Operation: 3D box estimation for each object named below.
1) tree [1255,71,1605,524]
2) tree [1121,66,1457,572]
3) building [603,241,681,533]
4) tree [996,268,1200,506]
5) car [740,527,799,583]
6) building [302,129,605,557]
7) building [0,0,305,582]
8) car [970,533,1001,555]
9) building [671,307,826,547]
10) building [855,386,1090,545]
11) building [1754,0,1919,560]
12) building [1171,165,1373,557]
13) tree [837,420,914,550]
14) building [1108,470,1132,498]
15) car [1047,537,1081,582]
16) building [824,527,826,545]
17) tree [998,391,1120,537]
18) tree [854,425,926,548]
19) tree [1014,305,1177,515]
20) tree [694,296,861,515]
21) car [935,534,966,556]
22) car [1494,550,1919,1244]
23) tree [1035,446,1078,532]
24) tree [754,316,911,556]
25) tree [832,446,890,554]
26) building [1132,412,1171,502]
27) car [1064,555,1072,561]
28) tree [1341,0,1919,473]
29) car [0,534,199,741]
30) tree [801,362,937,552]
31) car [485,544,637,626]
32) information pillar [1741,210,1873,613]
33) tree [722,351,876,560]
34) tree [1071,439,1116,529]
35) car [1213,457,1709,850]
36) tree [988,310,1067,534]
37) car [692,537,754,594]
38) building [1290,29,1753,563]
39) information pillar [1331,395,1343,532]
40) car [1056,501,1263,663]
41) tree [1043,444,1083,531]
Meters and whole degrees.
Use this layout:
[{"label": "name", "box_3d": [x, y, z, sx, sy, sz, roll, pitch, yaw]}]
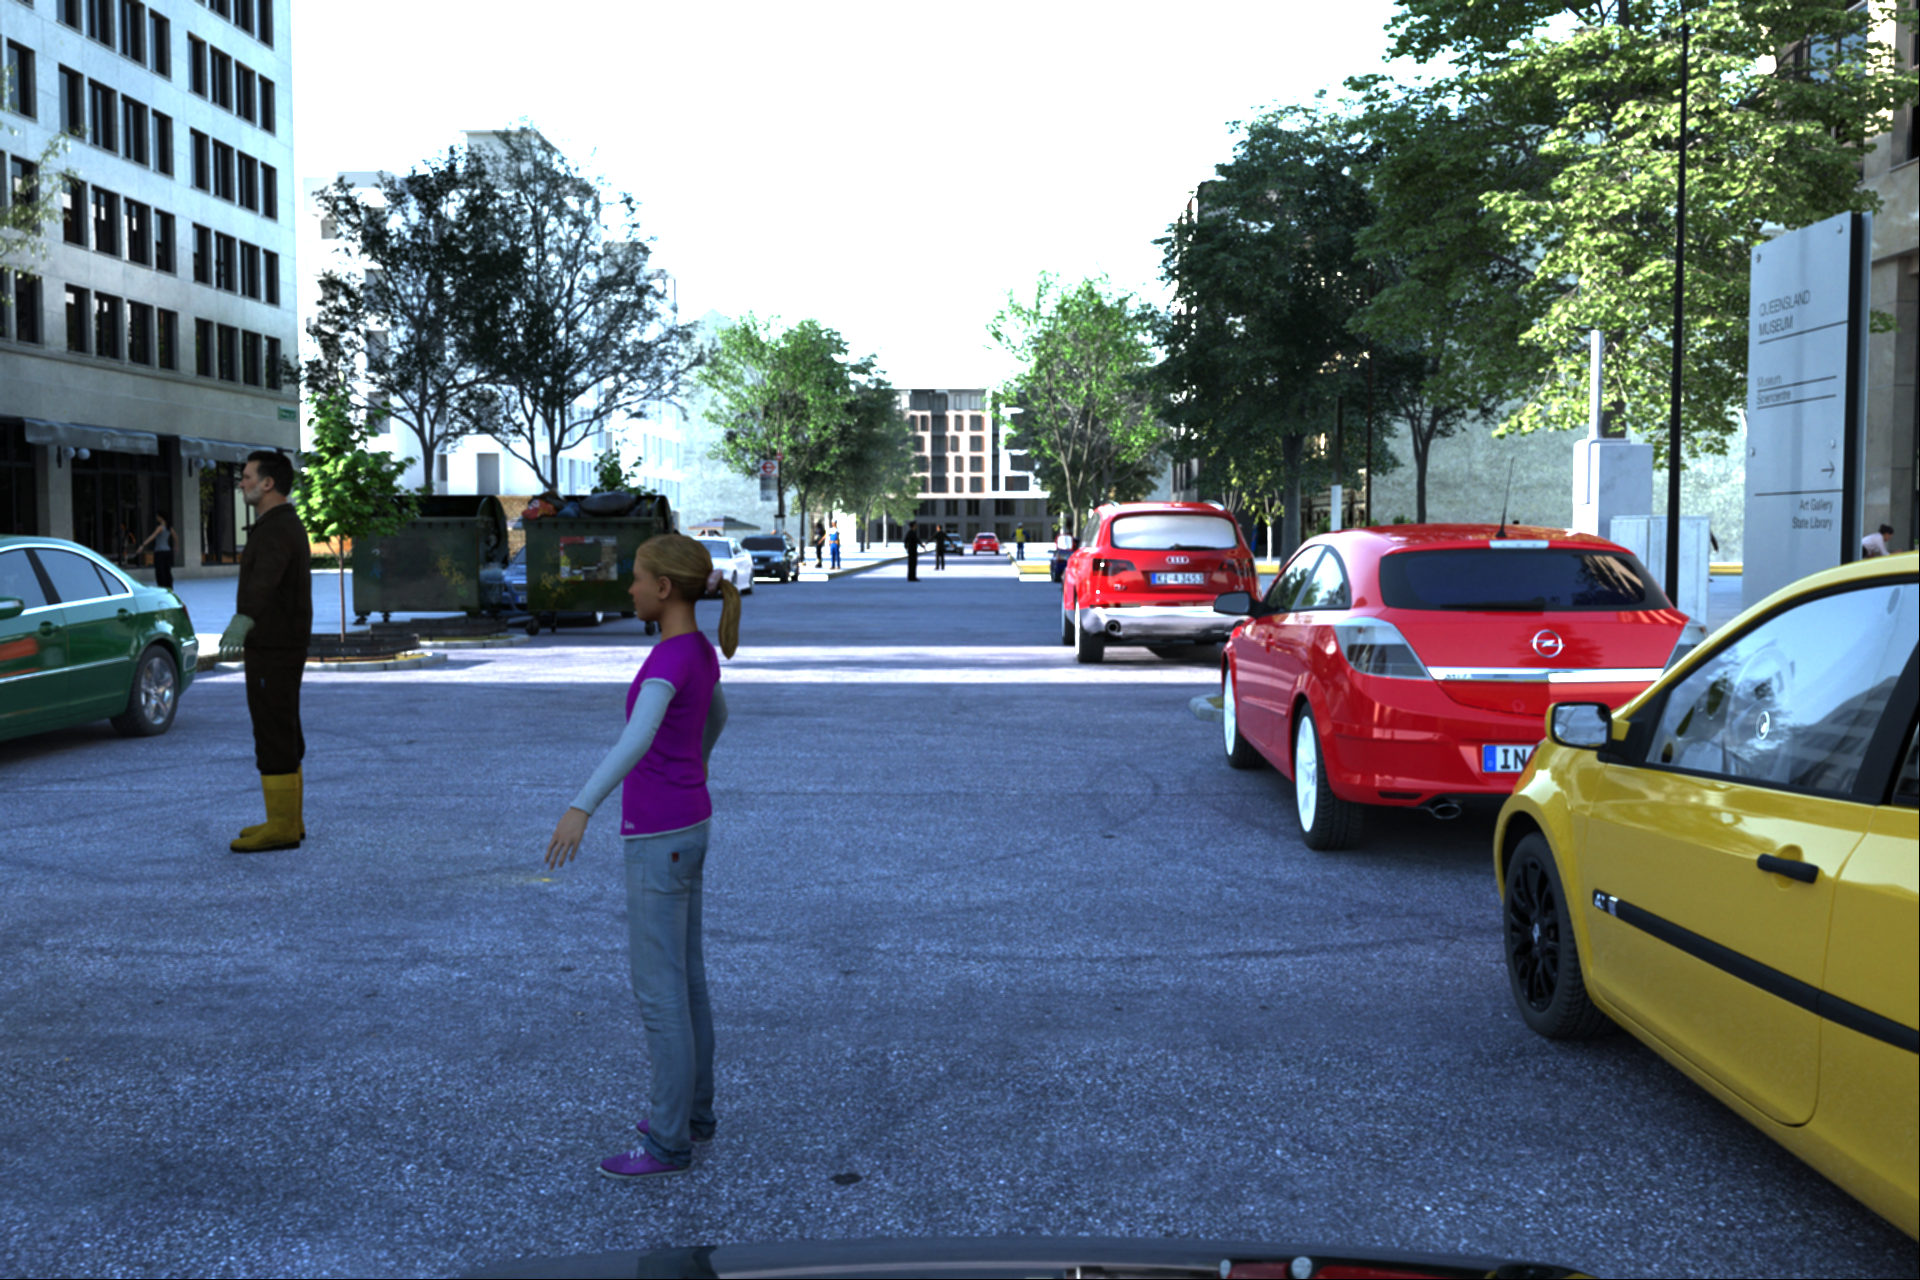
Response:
[{"label": "tree", "box_3d": [9.401, -6.213, 36.001, 7.601, 10.594, 8.767, -2, 4, -33]}, {"label": "tree", "box_3d": [9.218, -8.674, 48.467, 9.857, 13.997, 8.962, 0, 3, 0]}, {"label": "building", "box_3d": [-25.669, -15.702, 113.148, 16.016, 20.090, 11.380, 0, 4, 2]}, {"label": "tree", "box_3d": [6.775, -10.446, 81.164, 12.009, 13.543, 11.850, 0, 3, 0]}, {"label": "car", "box_3d": [-5.825, -2.563, 51.697, 2.009, 1.686, 4.222, 0, 4, 1]}, {"label": "building", "box_3d": [-24.827, -13.818, 82.349, 16.016, 20.090, 11.380, 0, 4, 2]}, {"label": "building", "box_3d": [-31.621, -14.582, 40.583, 24.374, 26.755, 37.873, 0, 4, 2]}, {"label": "car", "box_3d": [1.786, -6.756, 119.501, 2.155, 1.783, 4.494, 0, 4, 0]}, {"label": "building", "box_3d": [-23.821, -21.158, 176.855, 19.493, 23.208, 18.063, 0, 4, 0]}, {"label": "building", "box_3d": [2.171, -24.724, 250.664, 32.646, 21.610, 27.936, 0, 4, 3]}, {"label": "building", "box_3d": [28.498, -15.562, 20.664, 22.709, 31.103, 35.509, 0, 4, 1]}, {"label": "building", "box_3d": [27.438, -16.417, 112.400, 27.936, 21.610, 32.646, 0, 4, 1]}, {"label": "tree", "box_3d": [-7.252, -13.043, 139.011, 9.928, 11.665, 9.643, 0, 3, 0]}, {"label": "building", "box_3d": [26.791, -22.556, 199.726, 19.493, 23.208, 18.063, 0, 4, 2]}, {"label": "car", "box_3d": [3.641, -2.448, 52.600, 1.945, 1.354, 3.894, 0, 4, 1]}, {"label": "building", "box_3d": [-20.391, -16.190, 206.861, 9.099, 9.664, 28.070, 0, 4, 2]}, {"label": "tree", "box_3d": [7.688, -12.537, 115.351, 12.009, 13.543, 11.850, 0, 3, 0]}, {"label": "tree", "box_3d": [-7.111, -14.602, 156.874, 7.486, 12.596, 7.792, 0, 3, 0]}, {"label": "tree", "box_3d": [7.433, -11.391, 92.894, 9.857, 13.997, 8.962, 0, 3, 0]}, {"label": "tree", "box_3d": [-7.986, -9.217, 76.460, 9.928, 11.665, 9.643, 0, 3, 0]}, {"label": "car", "box_3d": [-0.612, -6.323, 113.170, 2.009, 1.686, 4.222, 0, 4, 1]}, {"label": "car", "box_3d": [2.473, 0.394, 3.776, 2.015, 1.641, 3.980, 0, 3, 0]}, {"label": "tree", "box_3d": [7.739, -10.780, 126.618, 4.737, 8.622, 4.395, 0, 3, 0]}, {"label": "tree", "box_3d": [-7.542, -11.881, 100.913, 9.857, 13.997, 8.962, 0, 3, 0]}, {"label": "tree", "box_3d": [-6.922, -9.752, 109.814, 4.737, 8.622, 4.395, 0, 3, 0]}, {"label": "building", "box_3d": [27.985, -21.410, 180.978, 19.493, 23.208, 18.063, 0, 4, 2]}, {"label": "car", "box_3d": [3.084, -1.469, 34.247, 2.015, 1.641, 3.980, 0, 4, 1]}, {"label": "tree", "box_3d": [8.798, -6.419, 23.084, 7.486, 12.596, 7.792, 0, 3, 0]}, {"label": "car", "box_3d": [-6.632, 0.051, 10.972, 2.131, 1.459, 4.920, 0, 4, 1]}, {"label": "tree", "box_3d": [-6.835, -13.017, 123.202, 12.009, 13.543, 11.850, 0, 3, 0]}, {"label": "car", "box_3d": [-6.442, -1.006, 28.458, 2.014, 1.417, 4.499, 0, 4, 1]}, {"label": "information pillar", "box_3d": [6.542, -1.355, 13.466, 0.184, 3.620, 1.656, 0, 4, 1]}, {"label": "tree", "box_3d": [-7.894, -9.199, 84.824, 8.767, 10.594, 7.601, 1, 4, 11]}, {"label": "tree", "box_3d": [7.516, -9.540, 106.334, 4.737, 8.622, 4.395, 0, 3, 0]}, {"label": "car", "box_3d": [2.495, -0.016, 9.309, 2.155, 1.783, 4.494, 0, 4, 2]}, {"label": "tree", "box_3d": [8.292, -17.714, 145.508, 12.611, 20.169, 13.585, 0, 3, 0]}, {"label": "car", "box_3d": [-5.880, -1.682, 39.861, 2.083, 1.381, 4.827, 0, 4, 1]}, {"label": "building", "box_3d": [27.347, -15.502, 84.383, 19.493, 23.208, 18.063, 0, 4, 1]}, {"label": "information pillar", "box_3d": [6.409, -2.332, 29.486, 0.183, 3.616, 0.504, 0, 4, 1]}, {"label": "car", "box_3d": [2.317, -0.742, 20.802, 2.281, 1.827, 5.304, 0, 4, 1]}, {"label": "tree", "box_3d": [8.532, -11.186, 133.245, 4.737, 8.622, 4.395, 0, 3, 0]}]
